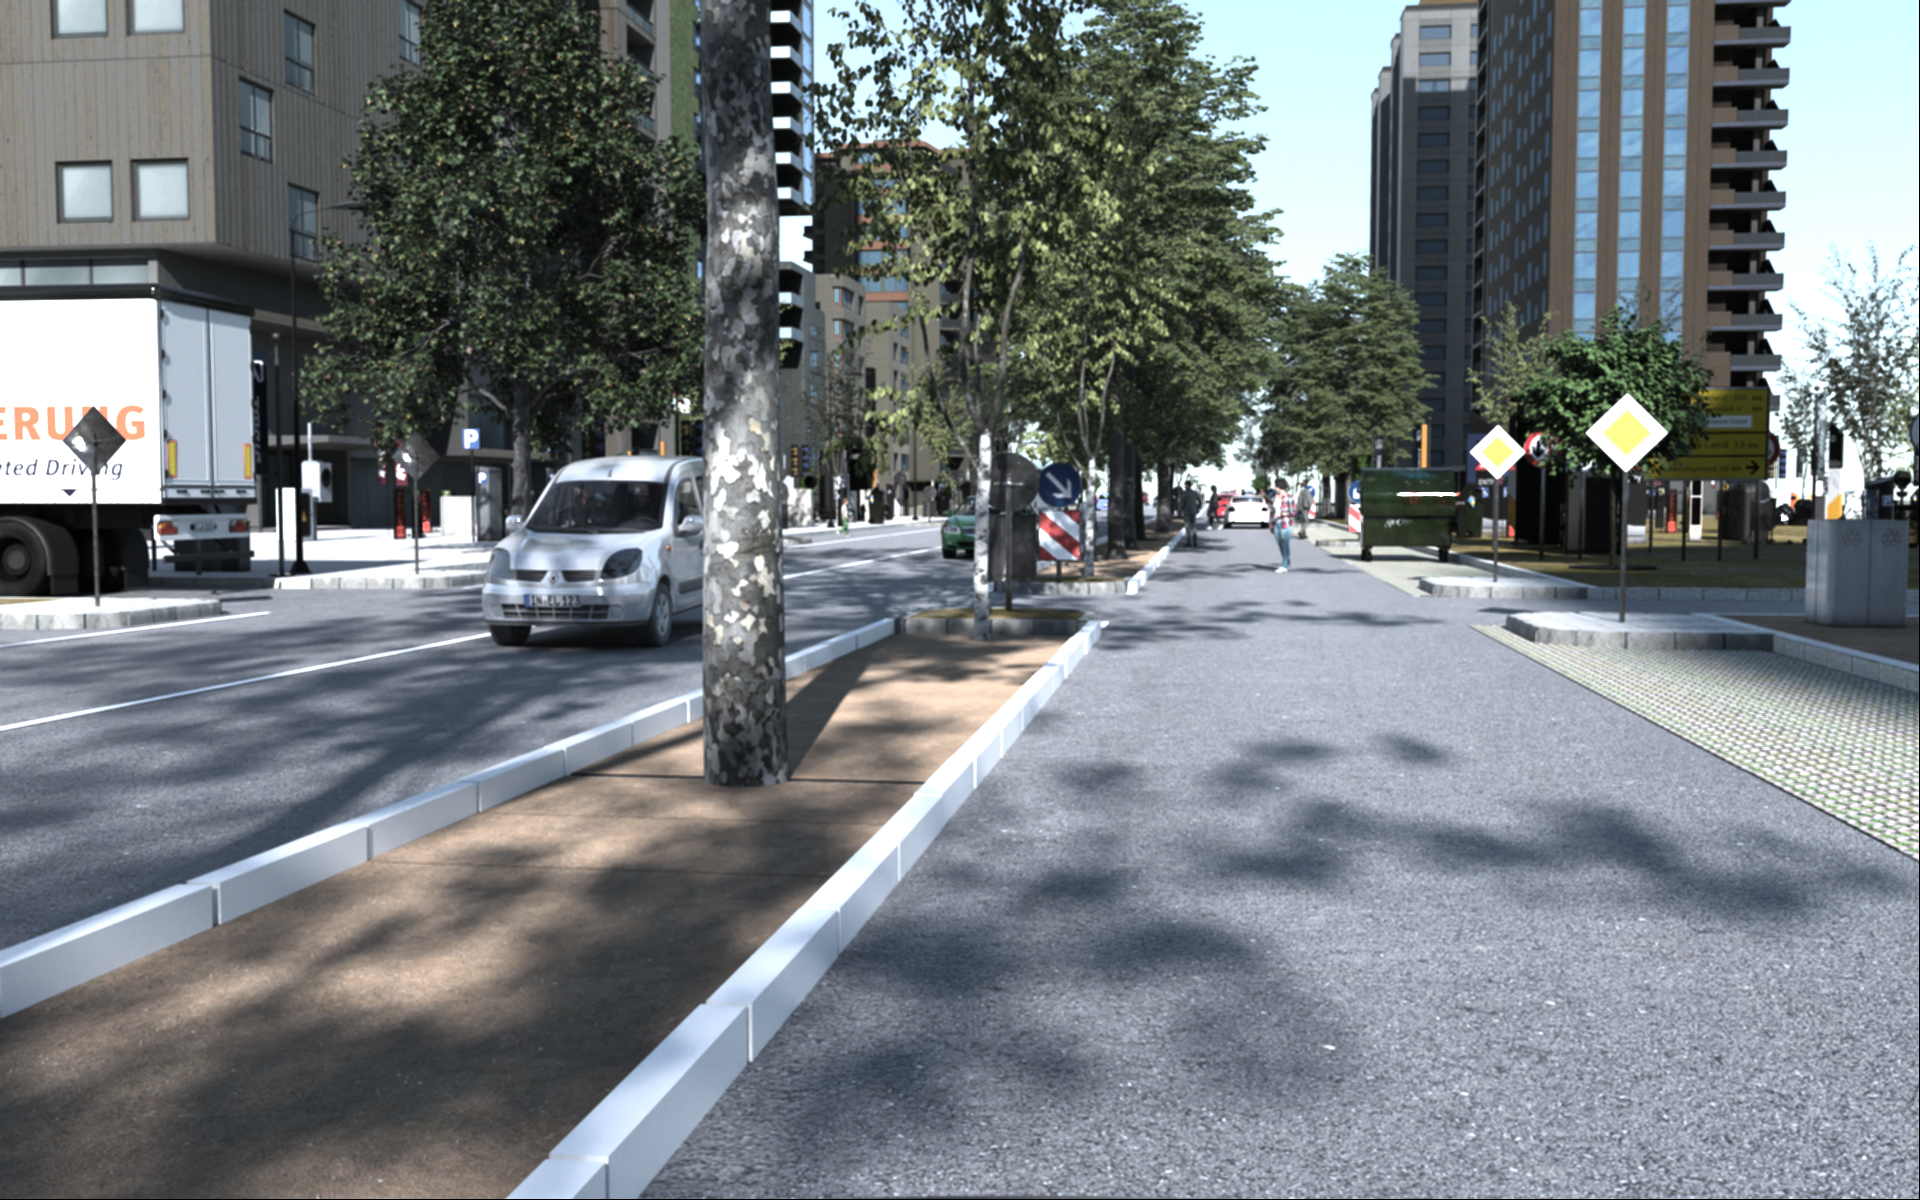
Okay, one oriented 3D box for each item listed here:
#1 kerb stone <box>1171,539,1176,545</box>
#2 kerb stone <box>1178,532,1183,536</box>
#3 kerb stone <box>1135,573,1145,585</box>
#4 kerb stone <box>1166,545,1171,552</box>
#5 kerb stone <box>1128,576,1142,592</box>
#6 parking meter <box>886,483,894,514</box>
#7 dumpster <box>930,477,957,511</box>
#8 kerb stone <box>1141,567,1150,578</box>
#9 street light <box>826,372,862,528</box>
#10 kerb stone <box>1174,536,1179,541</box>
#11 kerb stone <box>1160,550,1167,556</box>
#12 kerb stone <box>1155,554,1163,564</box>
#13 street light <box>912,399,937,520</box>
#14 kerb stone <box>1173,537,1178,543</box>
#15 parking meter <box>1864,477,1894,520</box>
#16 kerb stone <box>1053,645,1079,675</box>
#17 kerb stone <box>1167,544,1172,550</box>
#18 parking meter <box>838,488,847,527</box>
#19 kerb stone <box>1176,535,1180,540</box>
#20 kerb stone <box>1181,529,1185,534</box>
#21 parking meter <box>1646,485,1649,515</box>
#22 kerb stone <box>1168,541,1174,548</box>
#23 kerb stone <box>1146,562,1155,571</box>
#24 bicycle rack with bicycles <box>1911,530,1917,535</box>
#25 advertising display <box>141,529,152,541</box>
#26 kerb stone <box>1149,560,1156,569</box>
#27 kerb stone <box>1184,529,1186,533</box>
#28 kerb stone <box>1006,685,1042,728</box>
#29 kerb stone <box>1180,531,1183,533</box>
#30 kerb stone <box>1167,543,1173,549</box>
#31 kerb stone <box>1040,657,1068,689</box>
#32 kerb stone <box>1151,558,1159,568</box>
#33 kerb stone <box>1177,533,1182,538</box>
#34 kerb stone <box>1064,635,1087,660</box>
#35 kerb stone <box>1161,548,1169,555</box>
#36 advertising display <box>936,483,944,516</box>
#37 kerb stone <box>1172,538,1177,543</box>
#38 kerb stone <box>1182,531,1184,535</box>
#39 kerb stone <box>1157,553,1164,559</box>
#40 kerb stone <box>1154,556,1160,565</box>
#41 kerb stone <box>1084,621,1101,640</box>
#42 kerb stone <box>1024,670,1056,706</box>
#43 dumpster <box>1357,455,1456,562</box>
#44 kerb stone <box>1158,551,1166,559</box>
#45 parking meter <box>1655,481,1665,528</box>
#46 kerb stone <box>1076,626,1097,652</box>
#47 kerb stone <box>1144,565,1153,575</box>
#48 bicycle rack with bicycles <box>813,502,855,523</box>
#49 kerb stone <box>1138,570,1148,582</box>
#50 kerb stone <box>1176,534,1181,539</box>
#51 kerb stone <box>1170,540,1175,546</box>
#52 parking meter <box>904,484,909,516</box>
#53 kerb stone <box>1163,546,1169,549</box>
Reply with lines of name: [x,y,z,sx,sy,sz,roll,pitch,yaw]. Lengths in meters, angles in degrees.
kerb stone: [5.606,-1.458,46.031,0.120,0.150,1.000,1,4,8]
kerb stone: [6.812,-1.953,54.123,0.120,0.150,1.000,1,4,8]
kerb stone: [2.735,-0.280,26.770,0.120,0.150,1.000,1,4,8]
kerb stone: [4.847,-1.145,40.972,0.120,0.150,1.000,1,4,8]
kerb stone: [2.586,-0.218,25.759,0.120,0.150,1.000,1,4,8]
parking meter: [-3.836,-5.477,95.266,0.399,1.863,0.255,0,4,8]
dumpster: [-1.074,-5.995,100.519,1.502,2.255,1.985,1,4,8]
kerb stone: [3.038,-0.403,28.794,0.120,0.150,1.000,1,4,8]
street light: [-4.409,-5.718,66.031,1.470,5.913,1.316,1,4,8]
kerb stone: [6.056,-1.644,49.069,0.120,0.150,1.000,1,4,8]
kerb stone: [4.396,-0.957,37.927,0.120,0.150,1.000,1,4,8]
kerb stone: [3.954,-0.775,34.889,0.120,0.150,1.000,1,4,8]
street light: [-1.664,-6.869,84.845,1.470,5.913,1.316,1,4,8]
kerb stone: [5.901,-1.581,48.055,0.120,0.150,1.000,1,4,8]
parking meter: [13.483,-1.041,25.432,0.372,1.533,0.369,0,3,0]
kerb stone: [0.843,0.501,14.012,0.120,0.150,1.000,1,4,8]
kerb stone: [4.996,-1.205,41.983,0.120,0.150,1.000,1,4,8]
parking meter: [-4.656,-3.676,68.506,0.372,1.533,0.369,0,3,0]
kerb stone: [6.356,-1.767,51.091,0.120,0.150,1.000,1,4,8]
kerb stone: [7.404,-2.199,58.172,0.120,0.150,1.000,1,4,8]
parking meter: [38.316,-5.551,96.475,0.399,1.863,0.255,2,4,31]
kerb stone: [5.310,-1.334,44.007,0.120,0.150,1.000,1,4,8]
kerb stone: [3.339,-0.528,30.823,0.120,0.150,1.000,1,4,8]
bicycle rack with bicycles: [30.990,-2.435,53.193,2.852,0.926,2.925,0,4,-7]
advertising display: [-22.270,-2.585,47.484,0.974,1.923,0.123,-1,4,-13]
kerb stone: [3.485,-0.588,31.842,0.120,0.150,1.000,1,4,8]
kerb stone: [7.554,-2.259,59.184,0.120,0.150,1.000,1,4,8]
kerb stone: [0.392,0.687,10.956,0.120,0.150,1.000,1,4,8]
kerb stone: [6.954,-2.015,55.135,0.120,0.150,1.000,1,4,8]
kerb stone: [5.157,-1.269,42.997,0.120,0.150,1.000,1,4,8]
kerb stone: [0.689,0.569,12.991,0.120,0.150,1.000,1,4,8]
kerb stone: [3.646,-0.646,32.864,0.120,0.150,1.000,1,4,8]
kerb stone: [6.656,-1.889,53.113,0.120,0.150,1.000,1,4,8]
kerb stone: [0.986,0.439,15.034,0.120,0.150,1.000,1,4,8]
kerb stone: [4.557,-1.021,38.937,0.120,0.150,1.000,1,4,8]
advertising display: [-1.106,-5.670,97.911,0.123,1.923,0.974,1,4,20]
kerb stone: [5.756,-1.520,47.041,0.120,0.150,1.000,1,4,8]
kerb stone: [7.102,-2.072,56.148,0.120,0.150,1.000,1,4,8]
kerb stone: [4.103,-0.838,35.900,0.120,0.150,1.000,1,4,8]
kerb stone: [3.792,-0.714,33.875,0.120,0.150,1.000,1,4,8]
kerb stone: [1.298,0.314,17.069,0.120,0.150,1.000,1,4,8]
kerb stone: [0.540,0.625,11.979,0.120,0.150,1.000,1,4,8]
dumpster: [9.426,-1.939,36.656,1.985,2.255,1.502,1,4,9]
kerb stone: [4.253,-0.892,36.911,0.120,0.150,1.000,1,4,8]
parking meter: [26.210,-3.615,64.816,0.255,1.863,0.399,1,4,12]
kerb stone: [1.147,0.379,16.052,0.120,0.150,1.000,1,4,8]
kerb stone: [3.193,-0.465,29.804,0.120,0.150,1.000,1,4,8]
bicycle rack with bicycles: [-5.880,-3.870,76.661,2.925,0.926,2.852,-1,4,-14]
kerb stone: [2.896,-0.339,27.779,0.120,0.150,1.000,1,4,8]
kerb stone: [6.503,-1.829,52.102,0.120,0.150,1.000,1,4,8]
kerb stone: [5.452,-1.396,45.019,0.120,0.150,1.000,1,4,8]
parking meter: [-3.118,-5.788,100.340,0.255,1.863,0.399,-1,4,-8]
kerb stone: [4.695,-1.087,39.961,0.120,0.150,1.000,1,4,8]
